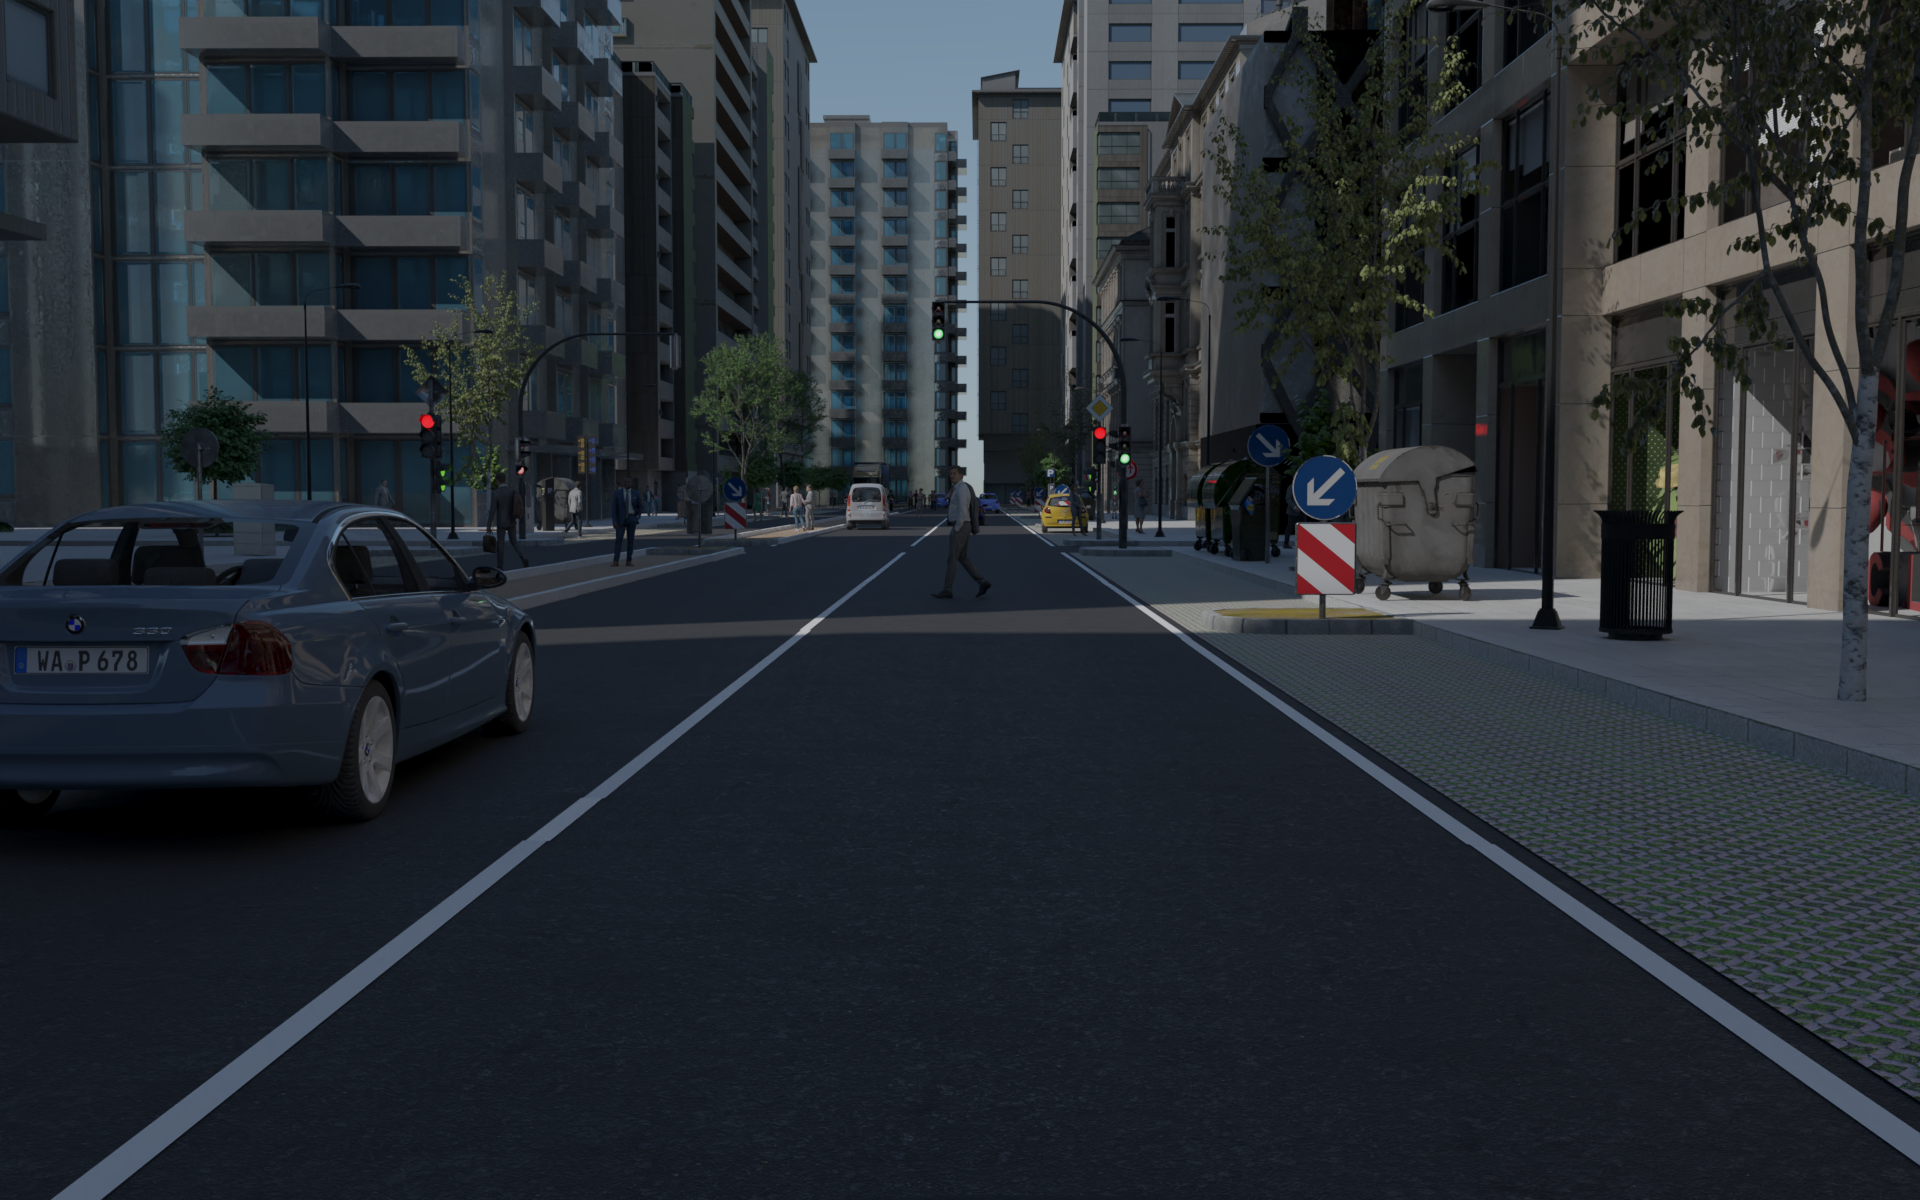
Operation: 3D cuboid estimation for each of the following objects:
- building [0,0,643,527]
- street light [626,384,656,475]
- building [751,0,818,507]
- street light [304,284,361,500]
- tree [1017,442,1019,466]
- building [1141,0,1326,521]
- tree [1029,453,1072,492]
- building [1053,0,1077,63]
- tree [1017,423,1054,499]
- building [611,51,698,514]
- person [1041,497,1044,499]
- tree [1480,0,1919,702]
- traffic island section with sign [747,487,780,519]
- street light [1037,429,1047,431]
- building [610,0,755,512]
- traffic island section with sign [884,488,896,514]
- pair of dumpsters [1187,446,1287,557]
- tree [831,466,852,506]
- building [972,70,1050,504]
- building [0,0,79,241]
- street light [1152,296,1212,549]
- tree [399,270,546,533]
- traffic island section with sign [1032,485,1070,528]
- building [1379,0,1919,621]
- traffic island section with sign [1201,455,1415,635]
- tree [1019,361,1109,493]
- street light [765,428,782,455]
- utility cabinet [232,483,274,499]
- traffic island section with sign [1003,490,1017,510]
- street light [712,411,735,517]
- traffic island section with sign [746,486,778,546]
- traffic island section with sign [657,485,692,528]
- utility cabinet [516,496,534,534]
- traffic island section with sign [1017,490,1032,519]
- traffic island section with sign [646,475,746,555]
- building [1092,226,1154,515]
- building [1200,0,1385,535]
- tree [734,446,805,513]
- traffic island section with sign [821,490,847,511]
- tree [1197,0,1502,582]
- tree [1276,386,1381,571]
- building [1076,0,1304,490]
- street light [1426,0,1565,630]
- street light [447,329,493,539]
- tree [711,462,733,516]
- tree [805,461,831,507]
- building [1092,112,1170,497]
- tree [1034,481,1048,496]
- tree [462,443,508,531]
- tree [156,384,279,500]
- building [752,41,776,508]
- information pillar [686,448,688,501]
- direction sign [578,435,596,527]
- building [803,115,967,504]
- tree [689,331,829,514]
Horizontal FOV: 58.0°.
[{"bbox_3d":[-27.956,-28.026,77.840,23.786,49.044,30.456,0,4,1],"label":"building"},{"bbox_3d":[-13.522,-6.163,73.311,1.470,5.913,1.316,0,4,1],"label":"street light"},{"bbox_3d":[-29.909,-36.249,181.904,27.495,52.752,28.713,0,4,1],"label":"building"},{"bbox_3d":[-13.918,-4.026,38.372,1.470,5.913,1.316,0,4,1],"label":"street light"},{"bbox_3d":[8.298,-15.346,201.268,4.360,8.622,3.978,0,3,0],"label":"tree"},{"bbox_3d":[16.522,-16.367,86.684,14.460,24.649,34.723,0,4,1],"label":"building"},{"bbox_3d":[6.981,-9.198,134.104,4.285,4.588,4.351,0,3,0],"label":"tree"},{"bbox_3d":[24.666,-36.274,182.314,28.713,52.752,27.495,0,4,1],"label":"building"},{"bbox_3d":[7.494,-13.555,171.989,4.737,8.622,4.395,0,3,0],"label":"tree"},{"bbox_3d":[-25.869,-21.079,116.343,14.160,30.474,14.107,0,4,1],"label":"building"},{"bbox_3d":[8.945,-11.384,192.174,0.705,1.824,1.348,-2,4,-34],"label":"person"},{"bbox_3d":[5.494,-3.694,10.752,4.360,8.622,3.978,0,3,0],"label":"tree"},{"bbox_3d":[-11.533,-5.653,101.055,1.989,1.847,2.006,0,4,1],"label":"traffic island section with sign"},{"bbox_3d":[6.208,-9.254,123.849,1.470,5.913,1.316,0,4,1],"label":"street light"},{"bbox_3d":[-28.107,-31.252,134.673,21.300,48.544,21.600,0,4,1],"label":"building"},{"bbox_3d":[-5.429,-7.070,123.738,2.006,1.907,1.989,0,4,1],"label":"traffic island section with sign"},{"bbox_3d":[5.896,-2.116,37.093,1.574,2.255,4.437,0,4,1],"label":"pair of dumpsters"},{"bbox_3d":[-13.839,-11.360,169.453,4.285,4.588,4.351,0,3,0],"label":"tree"},{"bbox_3d":[15.317,-38.830,224.116,27.495,52.752,28.713,0,4,1],"label":"building"},{"bbox_3d":[-31.597,-26.472,22.063,27.495,52.752,28.713,0,4,1],"label":"building"},{"bbox_3d":[5.305,-4.169,40.709,1.470,5.913,1.316,0,4,1],"label":"street light"},{"bbox_3d":[-15.634,-6.486,56.401,4.737,8.622,4.395,0,3,0],"label":"tree"},{"bbox_3d":[4.216,-3.983,73.746,1.989,1.847,2.006,0,4,1],"label":"traffic island section with sign"},{"bbox_3d":[18.576,-13.188,20.148,19.350,26.468,34.151,0,4,1],"label":"building"},{"bbox_3d":[3.633,-0.603,18.485,1.989,1.847,2.006,0,4,1],"label":"traffic island section with sign"},{"bbox_3d":[6.259,-8.882,95.590,4.360,8.622,3.978,0,3,0],"label":"tree"},{"bbox_3d":[-13.065,-9.097,121.269,1.470,5.913,1.316,0,4,1],"label":"street light"},{"bbox_3d":[-14.723,-1.680,36.142,1.173,1.500,0.318,3,5,40],"label":"utility cabinet"},{"bbox_3d":[5.031,-8.763,151.902,1.989,1.847,2.006,0,4,1],"label":"traffic island section with sign"},{"bbox_3d":[-13.317,-7.630,97.290,1.470,5.913,1.316,0,4,1],"label":"street light"},{"bbox_3d":[-6.213,-2.475,48.604,2.006,1.907,1.989,0,4,1],"label":"traffic island section with sign"},{"bbox_3d":[-11.803,-4.004,74.101,1.989,1.847,2.006,0,4,1],"label":"traffic island section with sign"},{"bbox_3d":[-14.293,-2.768,56.424,0.306,1.237,1.020,2,4,23],"label":"utility cabinet"},{"bbox_3d":[4.493,-5.631,100.700,1.989,1.847,2.006,0,4,1],"label":"traffic island section with sign"},{"bbox_3d":[-6.301,-2.022,41.197,2.006,1.907,1.989,0,4,1],"label":"traffic island section with sign"},{"bbox_3d":[14.556,-15.261,114.141,10.561,19.102,19.286,0,4,1],"label":"building"},{"bbox_3d":[17.634,-11.694,58.641,16.811,18.784,16.820,0,4,1],"label":"building"},{"bbox_3d":[-13.794,-8.213,117.999,4.285,4.588,4.351,0,3,0],"label":"tree"},{"bbox_3d":[-11.005,-8.693,150.763,1.989,1.847,2.006,0,4,1],"label":"traffic island section with sign"},{"bbox_3d":[5.607,-4.566,25.015,4.737,8.622,4.395,0,3,0],"label":"tree"},{"bbox_3d":[5.912,-2.093,28.824,1.663,3.219,1.824,0,3,0],"label":"tree"},{"bbox_3d":[20.907,-37.454,154.375,21.231,58.520,28.212,0,4,1],"label":"building"},{"bbox_3d":[5.057,-2.679,16.349,1.470,5.913,1.316,0,4,1],"label":"street light"},{"bbox_3d":[-13.834,-4.671,48.914,1.470,5.913,1.316,0,4,1],"label":"street light"},{"bbox_3d":[-13.919,-6.660,103.498,1.663,3.219,1.824,0,3,0],"label":"tree"},{"bbox_3d":[-13.902,-9.800,143.949,4.285,4.588,4.351,0,3,0],"label":"tree"},{"bbox_3d":[17.162,-22.168,134.149,14.160,30.474,14.107,0,4,1],"label":"building"},{"bbox_3d":[7.375,-9.376,147.906,1.663,3.219,1.824,0,3,0],"label":"tree"},{"bbox_3d":[-16.262,-4.021,60.337,1.663,3.219,1.824,0,3,0],"label":"tree"},{"bbox_3d":[-22.265,-4.175,51.971,4.285,4.588,4.351,0,3,0],"label":"tree"},{"bbox_3d":[-24.135,-28.689,152.665,14.154,41.232,14.086,0,4,1],"label":"building"},{"bbox_3d":[-13.909,-5.927,88.255,0.183,3.616,0.504,0,4,-7],"label":"information pillar"},{"bbox_3d":[-14.431,-4.591,67.063,0.876,3.537,0.379,2,4,27],"label":"direction sign"},{"bbox_3d":[-14.336,-36.819,221.605,30.456,49.044,23.786,0,4,1],"label":"building"},{"bbox_3d":[-13.723,-11.290,110.348,9.928,11.665,9.643,0,3,0],"label":"tree"}]
